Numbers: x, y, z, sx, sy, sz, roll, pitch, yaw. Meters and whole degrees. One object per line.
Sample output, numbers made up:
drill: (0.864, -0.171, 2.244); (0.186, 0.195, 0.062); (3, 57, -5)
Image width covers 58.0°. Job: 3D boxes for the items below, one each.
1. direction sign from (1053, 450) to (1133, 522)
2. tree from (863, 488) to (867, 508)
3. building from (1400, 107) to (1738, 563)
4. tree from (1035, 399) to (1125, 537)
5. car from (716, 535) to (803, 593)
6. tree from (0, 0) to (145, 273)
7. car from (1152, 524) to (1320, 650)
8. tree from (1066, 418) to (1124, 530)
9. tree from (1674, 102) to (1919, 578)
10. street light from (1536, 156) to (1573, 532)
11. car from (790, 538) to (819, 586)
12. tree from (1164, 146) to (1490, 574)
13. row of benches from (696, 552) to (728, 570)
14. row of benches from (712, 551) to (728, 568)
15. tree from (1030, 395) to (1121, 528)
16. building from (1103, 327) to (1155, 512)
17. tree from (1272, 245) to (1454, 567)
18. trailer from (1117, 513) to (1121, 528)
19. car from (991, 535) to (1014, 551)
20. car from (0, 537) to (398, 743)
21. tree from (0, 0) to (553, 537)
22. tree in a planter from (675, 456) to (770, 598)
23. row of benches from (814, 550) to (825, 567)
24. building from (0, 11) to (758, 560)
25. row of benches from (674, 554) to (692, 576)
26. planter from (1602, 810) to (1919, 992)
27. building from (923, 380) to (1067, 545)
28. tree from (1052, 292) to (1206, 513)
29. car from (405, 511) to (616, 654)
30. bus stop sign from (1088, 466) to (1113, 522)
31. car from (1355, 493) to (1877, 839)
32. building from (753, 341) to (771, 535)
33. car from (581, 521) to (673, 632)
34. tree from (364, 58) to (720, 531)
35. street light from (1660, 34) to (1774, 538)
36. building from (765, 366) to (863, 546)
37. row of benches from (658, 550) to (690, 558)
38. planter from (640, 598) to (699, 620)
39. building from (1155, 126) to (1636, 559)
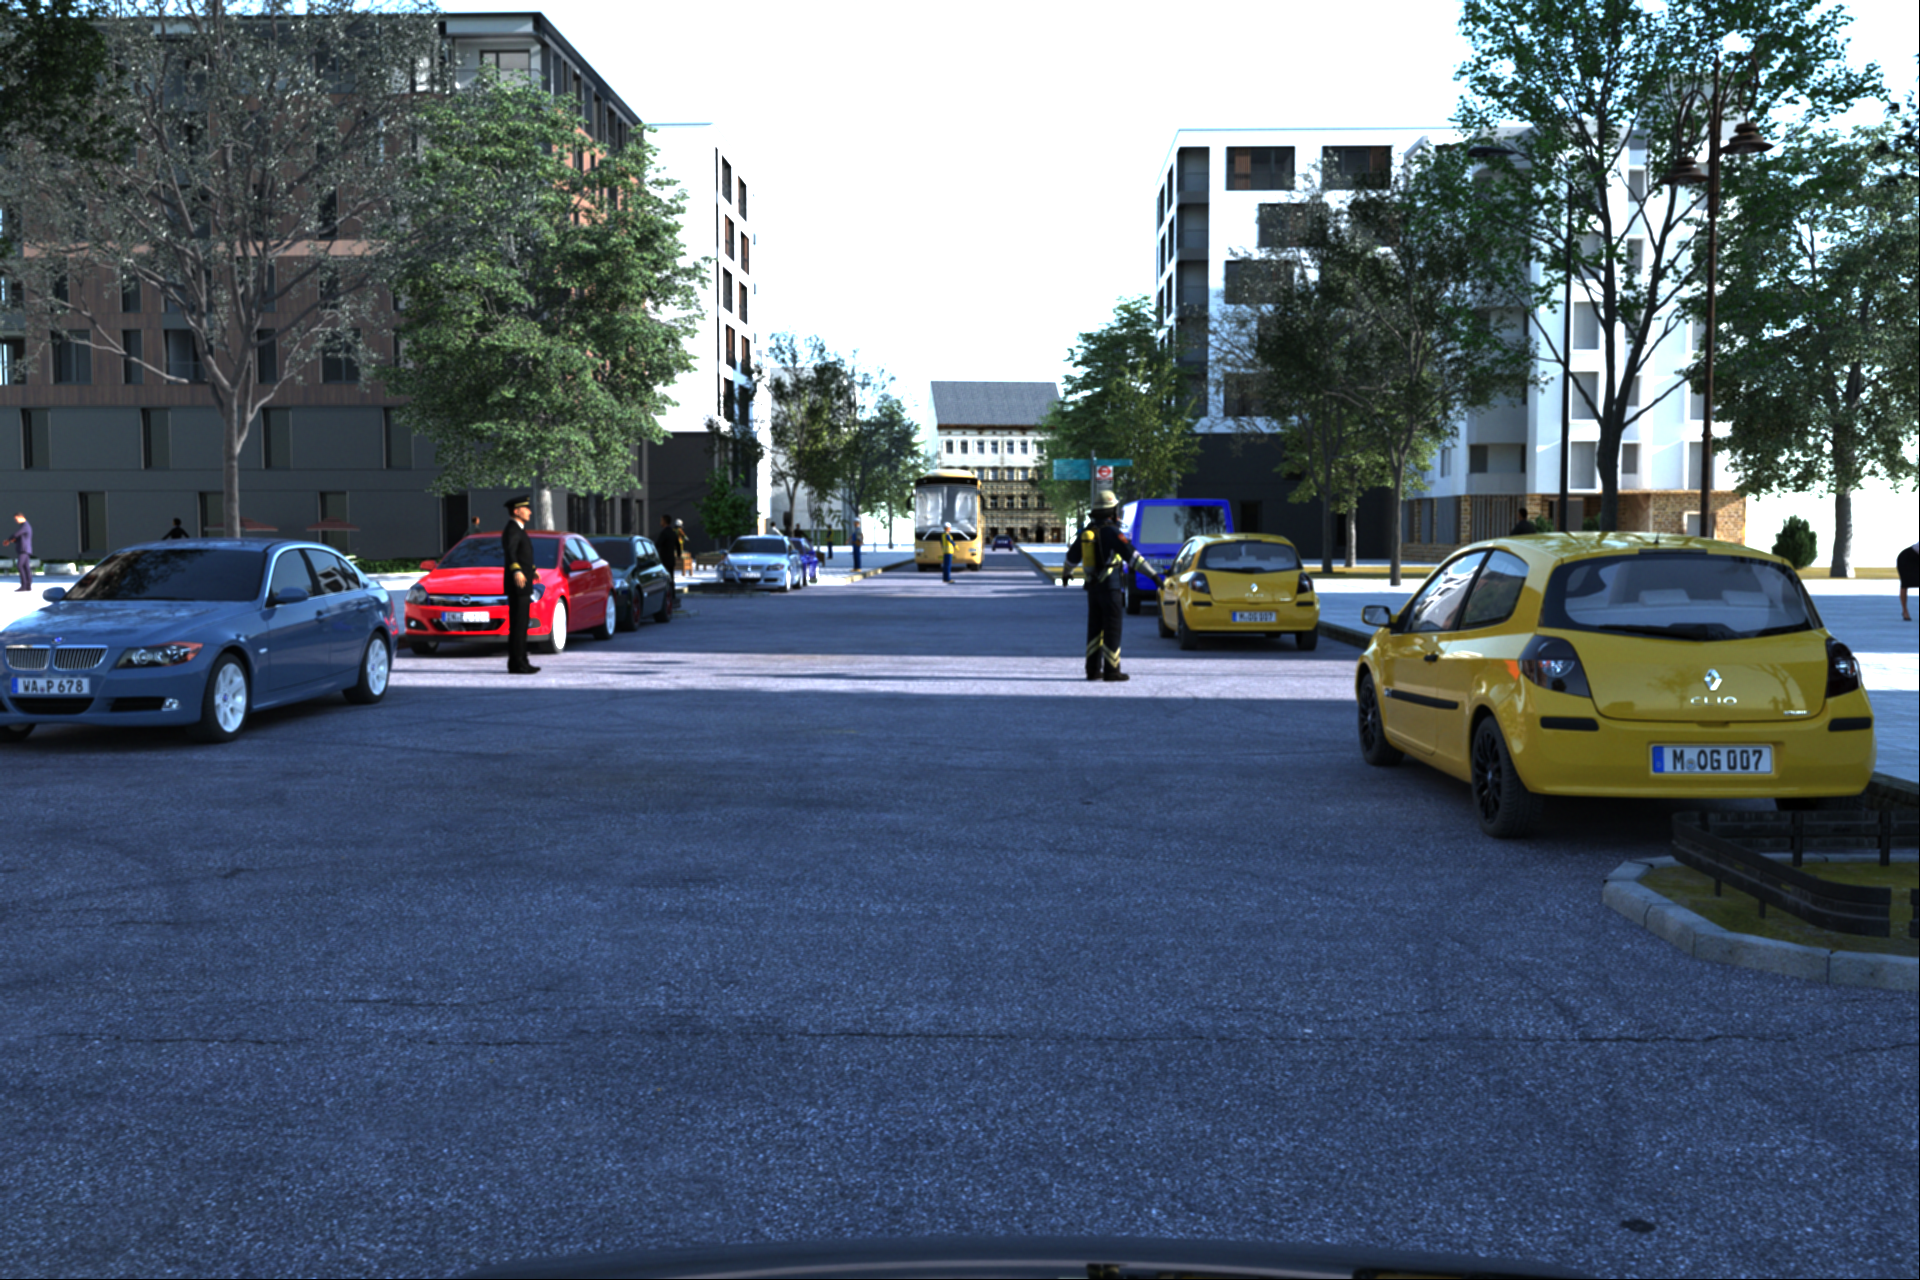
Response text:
direction sign: (4.222, -4.023, 54.532); (2.525, 3.948, 1.411); (0, 3, 0)
tree: (-15.715, -19.713, 240.428); (7.486, 12.596, 7.792); (0, 3, 0)
building: (26.531, -13.877, 83.315); (16.016, 20.090, 11.380); (0, 4, 2)
tree: (10.035, -13.805, 143.845); (7.486, 12.596, 7.792); (0, 3, 0)
car: (-5.005, -1.940, 43.729); (2.014, 1.417, 4.499); (0, 4, 1)
tree: (-11.783, -4.976, 15.773); (8.767, 10.594, 7.601); (-1, 4, -13)
car: (3.579, -0.768, 22.778); (2.015, 1.641, 3.980); (0, 4, 1)
tree: (8.432, -9.591, 107.174); (4.737, 8.622, 4.395); (0, 3, 0)
tree: (26.011, -8.821, 50.877); (9.857, 13.997, 8.962); (0, 3, 0)
street light: (7.846, -2.955, 20.859); (1.470, 5.913, 1.316); (0, 4, 1)
car: (-5.011, -2.223, 48.930); (1.945, 1.354, 3.894); (0, 4, 1)
tree: (11.836, -8.906, 55.978); (12.009, 13.543, 11.850); (0, 3, 0)
row of benches: (-7.310, -2.772, 60.790); (4.104, 0.672, 1.422); (1, 4, 21)
row of benches: (-7.607, -3.020, 64.842); (4.104, 0.672, 1.422); (2, 4, 31)
tree: (9.044, -12.443, 129.191); (9.928, 11.665, 9.643); (0, 3, 0)
building: (29.130, -20.963, 186.720); (27.936, 21.610, 32.646); (0, 4, 1)
tree: (15.527, -9.104, 66.971); (7.486, 12.596, 7.792); (0, 3, 0)
trailer: (4.376, -2.612, 49.759); (1.471, 1.999, 3.904); (0, 4, 2)
car: (3.583, -8.206, 146.753); (1.945, 1.354, 3.894); (0, 4, 0)
car: (-5.823, -0.086, 13.412); (2.014, 1.417, 4.499); (0, 4, 2)
tree: (-11.930, -7.202, 28.123); (12.009, 13.543, 11.850); (0, 3, 0)
tree in a planter: (-5.421, -2.599, 39.709); (1.991, 3.239, 1.994); (0, 4, 2)
row of benches: (-7.154, -3.274, 68.987); (4.104, 0.672, 1.422); (2, 4, 27)
building: (-26.277, -14.731, 84.824); (27.936, 21.610, 32.646); (0, 4, 2)
row of benches: (-10.089, -2.305, 53.153); (4.104, 0.672, 1.422); (1, 4, 14)
planter: (3.484, 0.906, 6.327); (1.991, 0.319, 1.994); (0, 4, 1)
building: (4.692, -25.263, 246.434); (18.063, 23.208, 19.493); (0, 4, -7)
tree: (7.887, -9.995, 81.552); (7.486, 12.596, 7.792); (0, 3, 0)
car: (-5.637, -0.795, 22.036); (2.155, 1.783, 4.494); (0, 4, 1)
bus stop sign: (4.936, -4.416, 60.911); (0.855, 3.939, 0.416); (0, 4, 1)
car: (3.349, 0.040, 9.565); (2.015, 1.641, 3.980); (0, 4, 1)
building: (-24.973, -18.968, 166.544); (16.016, 20.090, 11.380); (0, 4, 2)
car: (-5.576, -1.034, 26.700); (2.009, 1.686, 4.222); (0, 4, 1)
tree: (-11.373, -8.577, 46.897); (9.857, 13.997, 8.962); (0, 3, 0)
street light: (7.224, -2.686, 16.701); (0.468, 5.910, 1.993); (0, 4, 1)
building: (-20.666, -20.314, 198.597); (16.747, 18.905, 31.486); (0, 4, 1)
row of benches: (-12.126, -3.120, 66.476); (4.104, 0.672, 1.422); (-3, 5, -40)
planter: (-5.593, -0.542, 29.995); (1.991, 0.319, 1.994); (0, 4, 1)
building: (25.424, -15.878, 103.577); (27.936, 21.610, 32.646); (0, 4, 2)
